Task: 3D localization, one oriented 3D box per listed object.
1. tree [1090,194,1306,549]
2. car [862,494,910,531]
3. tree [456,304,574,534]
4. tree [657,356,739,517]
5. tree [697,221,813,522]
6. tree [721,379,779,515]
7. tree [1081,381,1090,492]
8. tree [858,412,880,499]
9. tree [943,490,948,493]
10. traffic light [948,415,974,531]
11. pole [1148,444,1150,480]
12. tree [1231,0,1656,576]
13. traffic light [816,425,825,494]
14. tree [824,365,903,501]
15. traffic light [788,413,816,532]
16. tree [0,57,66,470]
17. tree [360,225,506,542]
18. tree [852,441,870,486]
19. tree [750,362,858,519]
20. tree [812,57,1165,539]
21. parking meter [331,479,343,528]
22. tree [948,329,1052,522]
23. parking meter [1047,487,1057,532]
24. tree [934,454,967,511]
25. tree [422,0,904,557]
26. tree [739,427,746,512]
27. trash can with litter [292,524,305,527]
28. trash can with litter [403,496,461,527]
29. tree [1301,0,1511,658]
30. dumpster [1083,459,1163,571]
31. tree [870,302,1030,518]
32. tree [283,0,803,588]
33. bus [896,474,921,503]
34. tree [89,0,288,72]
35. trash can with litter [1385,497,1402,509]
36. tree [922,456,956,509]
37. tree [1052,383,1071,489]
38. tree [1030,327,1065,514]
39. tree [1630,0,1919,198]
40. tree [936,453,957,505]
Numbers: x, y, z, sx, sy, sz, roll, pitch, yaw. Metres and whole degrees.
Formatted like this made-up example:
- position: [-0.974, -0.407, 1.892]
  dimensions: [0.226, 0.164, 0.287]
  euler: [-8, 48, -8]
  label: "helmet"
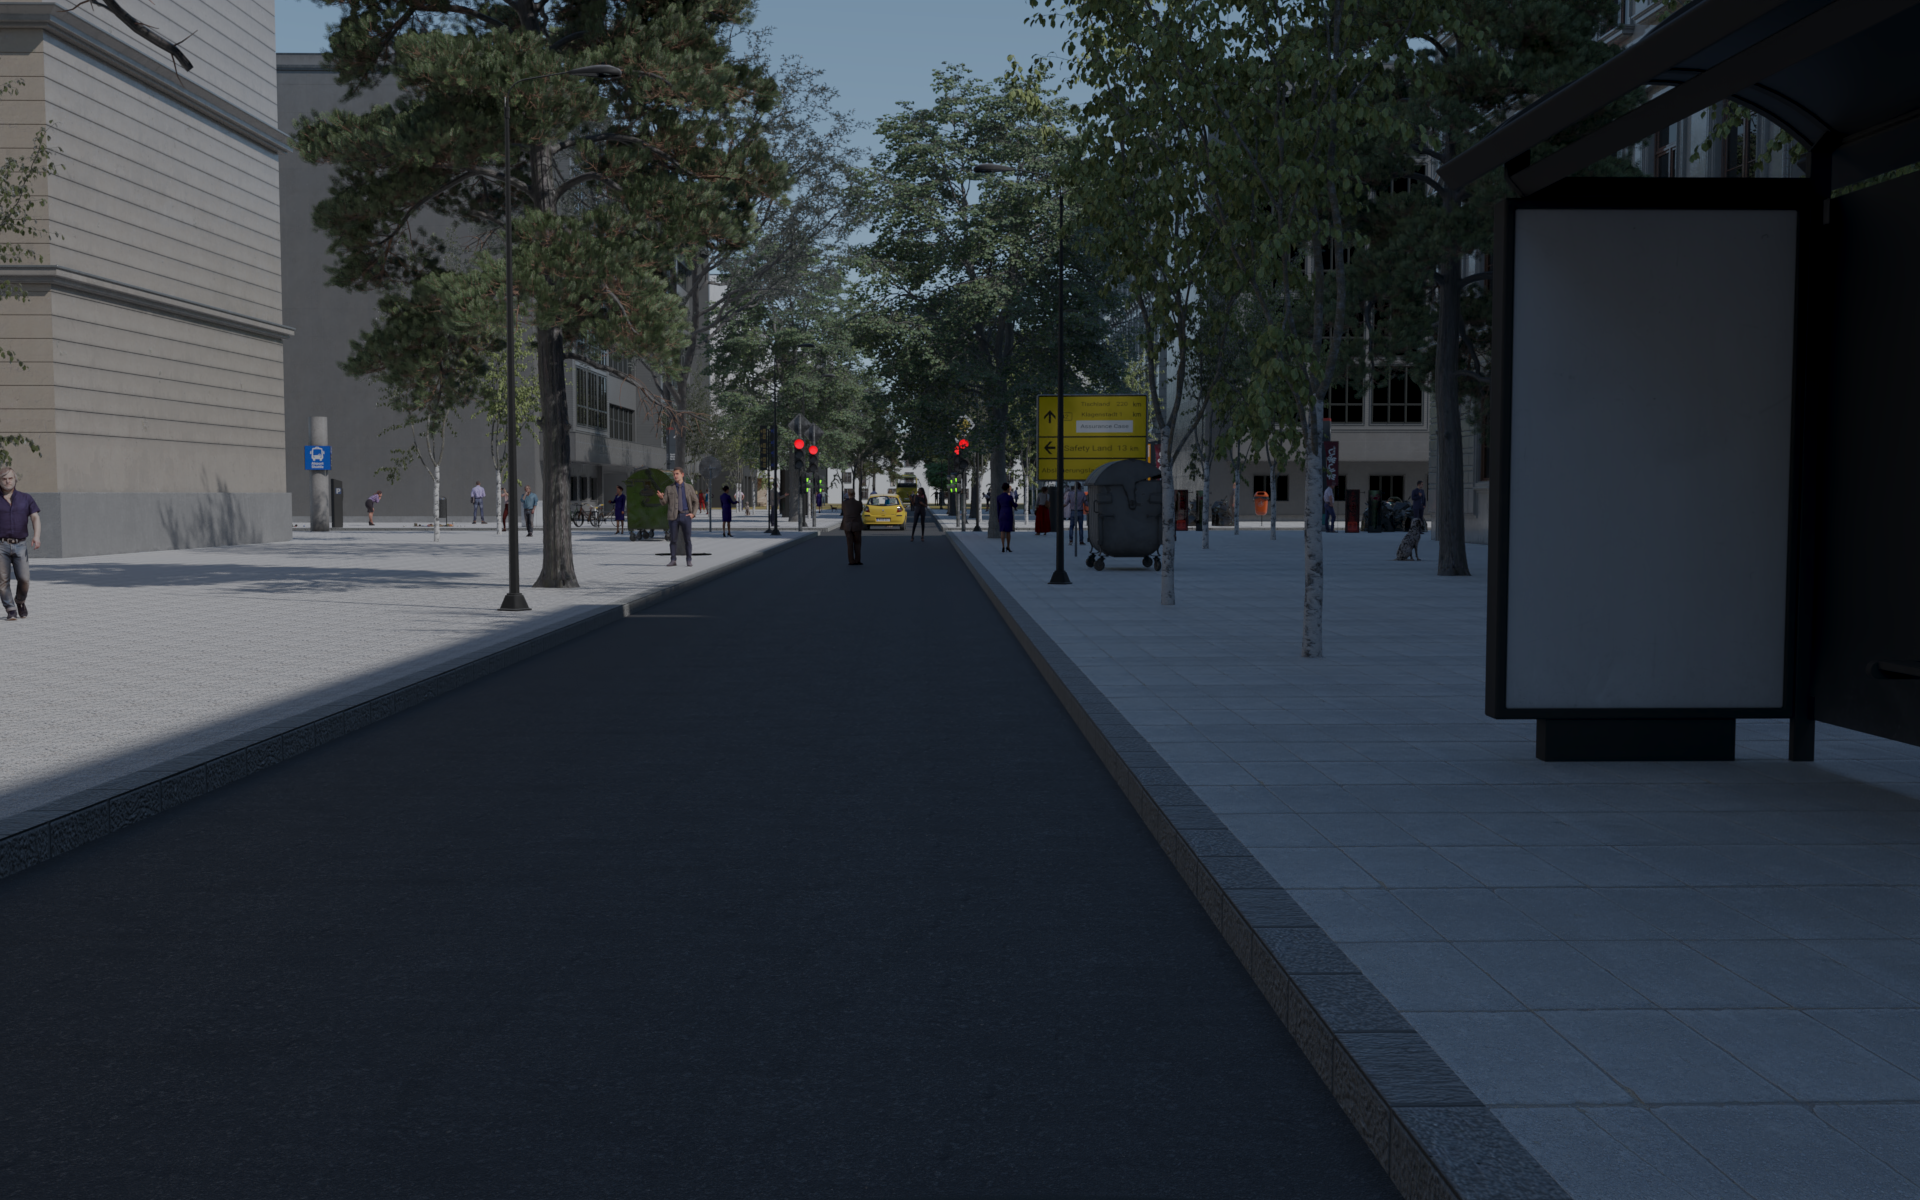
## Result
- position: [5.972, -5.511, 40.472]
  dimensions: [4.360, 8.622, 3.978]
  euler: [0, 3, 0]
  label: "tree"
- position: [-3.011, -3.614, 69.318]
  dimensions: [2.015, 1.641, 3.980]
  euler: [0, 4, -1]
  label: "car"
- position: [-14.430, -6.394, 54.904]
  dimensions: [4.737, 8.622, 4.395]
  euler: [0, 3, 0]
  label: "tree"
- position: [-14.052, -8.570, 90.476]
  dimensions: [4.360, 8.622, 3.978]
  euler: [0, 3, 0]
  label: "tree"
- position: [-7.554, -10.577, 79.583]
  dimensions: [9.857, 13.997, 8.962]
  euler: [0, 3, 0]
  label: "tree"
- position: [-12.754, -9.549, 106.492]
  dimensions: [4.737, 8.622, 4.395]
  euler: [0, 3, 0]
  label: "tree"
- position: [8.370, -8.380, 87.369]
  dimensions: [4.360, 8.622, 3.978]
  euler: [0, 3, 0]
  label: "tree"
- position: [-7.589, -9.686, 108.732]
  dimensions: [4.360, 8.622, 3.978]
  euler: [0, 3, 0]
  label: "tree"
- position: [-1.086, -10.570, 167.414]
  dimensions: [1.663, 3.219, 1.824]
  euler: [0, 3, 0]
  label: "tree"
- position: [0.103, -4.292, 59.413]
  dimensions: [0.839, 4.213, 0.868]
  euler: [0, 4, -1]
  label: "traffic light"
- position: [7.654, -4.698, 70.658]
  dimensions: [0.158, 3.312, 0.155]
  euler: [0, 3, 0]
  label: "pole"
- position: [7.699, -6.422, 27.057]
  dimensions: [6.751, 12.117, 7.091]
  euler: [0, 3, 0]
  label: "tree"
- position: [-5.653, -4.771, 67.243]
  dimensions: [0.839, 4.213, 0.868]
  euler: [0, 4, -1]
  label: "traffic light"
- position: [-7.670, -11.437, 121.405]
  dimensions: [8.767, 10.594, 7.601]
  euler: [2, 4, 25]
  label: "tree"
- position: [-5.456, -4.282, 59.260]
  dimensions: [0.839, 4.213, 0.868]
  euler: [0, 4, -1]
  label: "traffic light"
- position: [-12.953, -4.314, 20.888]
  dimensions: [4.360, 8.622, 3.978]
  euler: [0, 3, 0]
  label: "tree"
- position: [-14.190, -5.892, 46.689]
  dimensions: [4.360, 8.622, 3.978]
  euler: [0, 3, 0]
  label: "tree"
- position: [-9.381, -16.317, 188.844]
  dimensions: [6.751, 12.117, 7.091]
  euler: [0, 3, 0]
  label: "tree"
- position: [-8.145, -8.575, 90.559]
  dimensions: [4.360, 8.622, 3.978]
  euler: [0, 3, 0]
  label: "tree"
- position: [1.012, -8.761, 49.892]
  dimensions: [9.857, 13.997, 8.962]
  euler: [0, 3, 0]
  label: "tree"
- position: [-23.704, -3.683, 65.924]
  dimensions: [0.255, 1.863, 0.399]
  euler: [3, 5, 43]
  label: "parking meter"
- position: [1.099, -7.834, 78.445]
  dimensions: [4.360, 8.622, 3.978]
  euler: [0, 3, 0]
  label: "tree"
- position: [3.120, -3.057, 58.397]
  dimensions: [0.372, 1.533, 0.369]
  euler: [0, 3, 0]
  label: "parking meter"
- position: [-0.026, -12.738, 134.014]
  dimensions: [9.928, 11.665, 9.643]
  euler: [0, 3, 0]
  label: "tree"
- position: [-5.915, -7.675, 35.861]
  dimensions: [12.009, 13.543, 11.850]
  euler: [0, 3, 0]
  label: "tree"
- position: [-14.102, -8.996, 97.447]
  dimensions: [4.360, 8.622, 3.978]
  euler: [0, 3, 0]
  label: "tree"
- position: [-26.375, -3.444, 67.374]
  dimensions: [1.678, 1.210, 2.233]
  euler: [-1, 4, -23]
  label: "trash can with litter"
- position: [-20.789, -3.495, 68.194]
  dimensions: [2.233, 1.210, 1.678]
  euler: [0, 4, 7]
  label: "trash can with litter"
- position: [2.539, -3.857, 13.423]
  dimensions: [4.737, 8.622, 4.395]
  euler: [0, 3, 0]
  label: "tree"
- position: [2.811, -1.451, 29.481]
  dimensions: [1.264, 1.857, 1.865]
  euler: [0, 4, -2]
  label: "dumpster"
- position: [-0.499, -11.001, 101.924]
  dimensions: [6.751, 12.117, 7.091]
  euler: [0, 3, 0]
  label: "tree"
- position: [-5.545, -6.199, 23.405]
  dimensions: [6.751, 12.117, 7.091]
  euler: [0, 3, 0]
  label: "tree"
- position: [-6.346, -13.518, 212.558]
  dimensions: [2.896, 3.916, 12.252]
  euler: [0, 3, 0]
  label: "bus"
- position: [-5.374, -6.097, 7.116]
  dimensions: [7.806, 13.903, 7.818]
  euler: [0, 3, 0]
  label: "tree"
- position: [17.685, -3.613, 70.453]
  dimensions: [0.624, 1.170, 1.055]
  euler: [2, 4, 26]
  label: "trash can with litter"
- position: [-1.641, -10.162, 149.854]
  dimensions: [4.285, 4.588, 4.351]
  euler: [0, 3, 0]
  label: "tree"
- position: [7.210, -9.227, 101.228]
  dimensions: [4.360, 8.622, 3.978]
  euler: [0, 3, 0]
  label: "tree"
- position: [4.200, -11.539, 110.720]
  dimensions: [6.751, 12.117, 7.091]
  euler: [0, 3, 0]
  label: "tree"
- position: [8.328, -3.989, 15.584]
  dimensions: [4.737, 8.622, 4.395]
  euler: [0, 3, 0]
  label: "tree"
- position: [-1.974, -17.929, 200.569]
  dimensions: [7.806, 13.903, 7.818]
  euler: [0, 3, 0]
  label: "tree"
